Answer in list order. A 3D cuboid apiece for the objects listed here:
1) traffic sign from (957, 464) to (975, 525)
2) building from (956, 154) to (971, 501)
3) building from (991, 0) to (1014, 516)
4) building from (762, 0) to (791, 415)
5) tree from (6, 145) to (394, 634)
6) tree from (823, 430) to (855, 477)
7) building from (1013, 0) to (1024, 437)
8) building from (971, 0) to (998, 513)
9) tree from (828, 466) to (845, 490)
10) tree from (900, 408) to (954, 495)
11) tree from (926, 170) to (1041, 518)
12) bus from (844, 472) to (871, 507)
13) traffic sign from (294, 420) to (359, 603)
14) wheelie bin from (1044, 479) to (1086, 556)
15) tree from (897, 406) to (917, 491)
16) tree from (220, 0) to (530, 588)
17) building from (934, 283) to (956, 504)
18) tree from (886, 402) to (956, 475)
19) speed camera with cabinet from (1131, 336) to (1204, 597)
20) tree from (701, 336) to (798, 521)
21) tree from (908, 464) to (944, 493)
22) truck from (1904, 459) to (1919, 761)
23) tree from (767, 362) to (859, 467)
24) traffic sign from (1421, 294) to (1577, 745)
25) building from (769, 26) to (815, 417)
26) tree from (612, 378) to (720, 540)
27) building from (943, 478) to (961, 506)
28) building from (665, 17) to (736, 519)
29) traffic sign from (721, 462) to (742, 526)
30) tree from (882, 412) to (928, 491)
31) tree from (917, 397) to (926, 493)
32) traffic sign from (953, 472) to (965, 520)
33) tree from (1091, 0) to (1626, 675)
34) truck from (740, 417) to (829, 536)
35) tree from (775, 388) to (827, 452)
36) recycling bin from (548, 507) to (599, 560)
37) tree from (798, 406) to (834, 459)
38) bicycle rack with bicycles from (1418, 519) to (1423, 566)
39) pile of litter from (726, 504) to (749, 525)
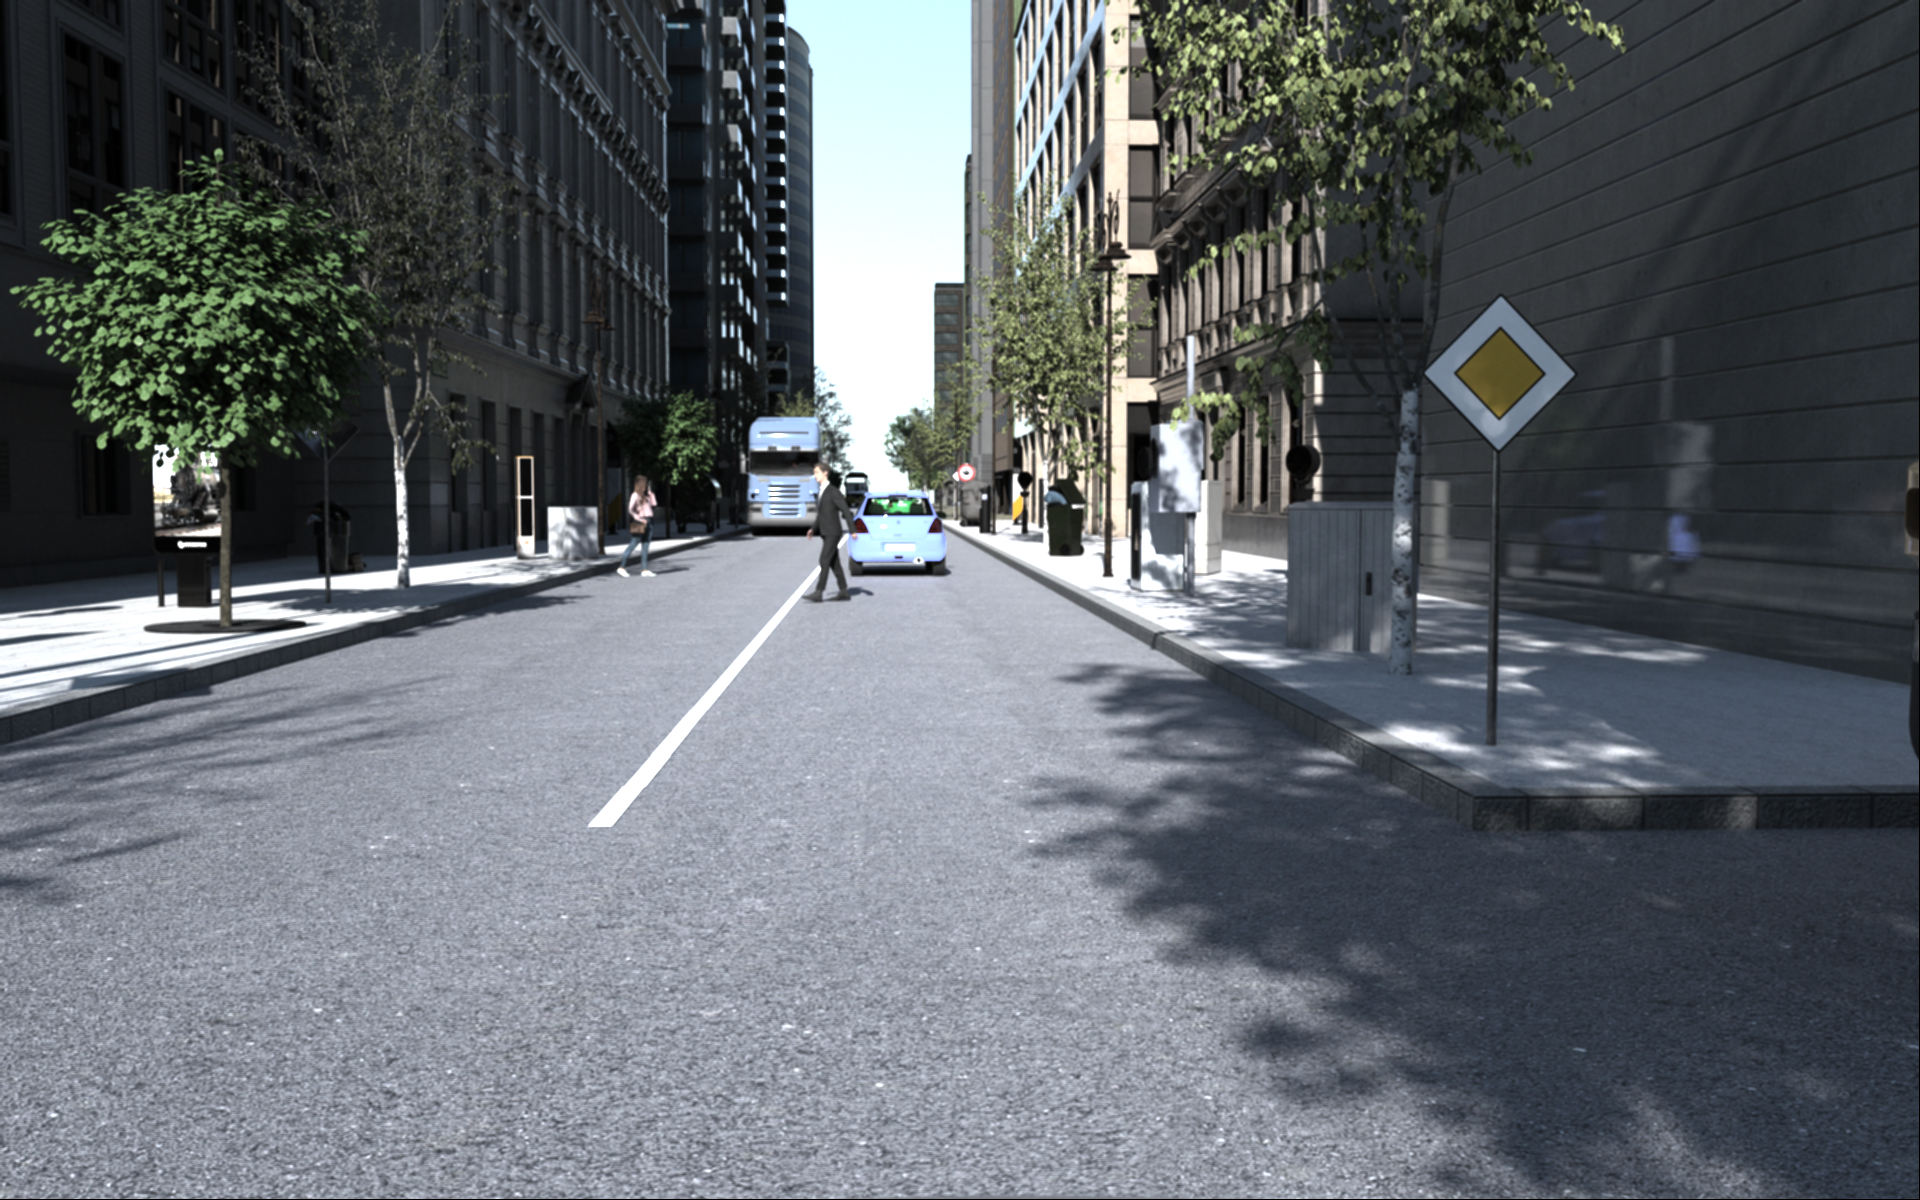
[{"bbox_3d":[0.267,-4.426,72.469,0.768,2.556,0.104,0,4,4],"label":"traffic sign"},{"bbox_3d":[7.259,-23.154,150.262,14.160,30.474,14.107,0,4,-3],"label":"building"},{"bbox_3d":[9.374,-27.979,107.574,14.600,45.320,14.200,0,4,-3],"label":"building"},{"bbox_3d":[-28.118,-53.262,183.512,22.319,86.520,31.000,0,4,-3],"label":"building"},{"bbox_3d":[-7.086,-1.999,16.402,4.285,4.588,4.351,0,3,0],"label":"tree"},{"bbox_3d":[-17.840,-18.567,237.976,7.601,10.594,8.767,-3,5,-44],"label":"tree"},{"bbox_3d":[9.766,-25.076,93.586,14.154,41.232,14.086,0,4,-3],"label":"building"},{"bbox_3d":[11.293,-35.868,128.443,21.231,58.520,28.212,0,4,-3],"label":"building"},{"bbox_3d":[-15.215,-13.507,204.547,4.285,4.588,4.351,0,3,0],"label":"tree"},{"bbox_3d":[-2.777,-11.971,146.085,4.360,8.622,3.978,0,3,0],"label":"tree"},{"bbox_3d":[2.103,-5.439,39.294,4.737,8.622,4.395,0,3,0],"label":"tree"},{"bbox_3d":[-11.530,-12.312,192.855,2.896,3.916,12.252,0,4,-4],"label":"bus"},{"bbox_3d":[-7.429,-1.170,20.307,0.795,2.450,0.064,0,4,3],"label":"traffic sign"},{"bbox_3d":[2.153,-1.714,35.940,0.693,1.594,0.980,2,4,33],"label":"wheelie bin"},{"bbox_3d":[-0.431,-8.750,93.422,4.737,8.622,4.395,0,3,0],"label":"tree"},{"bbox_3d":[-7.654,-4.457,23.238,4.360,8.622,3.978,0,3,0],"label":"tree"},{"bbox_3d":[3.372,-28.441,236.713,14.160,30.474,14.107,0,4,-3],"label":"building"},{"bbox_3d":[-4.033,-14.786,176.165,7.601,10.594,8.767,-1,4,-20],"label":"tree"},{"bbox_3d":[2.655,-1.719,22.439,0.660,3.252,2.038,0,4,-4],"label":"speed camera with cabinet"},{"bbox_3d":[-9.978,-7.969,80.654,4.360,8.622,3.978,0,3,0],"label":"tree"},{"bbox_3d":[-3.285,-11.227,167.279,4.285,4.588,4.351,0,3,0],"label":"tree"},{"bbox_3d":[8.248,-0.986,5.031,11.283,4.237,2.839,0,4,-1],"label":"truck"},{"bbox_3d":[-14.038,-15.251,159.722,12.009,13.543,11.850,0,3,0],"label":"tree"},{"bbox_3d":[2.715,-0.315,8.795,0.795,2.450,0.064,0,4,-3],"label":"traffic sign"},{"bbox_3d":[-29.158,-41.138,214.607,21.231,58.520,28.212,0,4,-3],"label":"building"},{"bbox_3d":[-8.287,-4.006,49.219,4.285,4.588,4.351,0,3,0],"label":"tree"},{"bbox_3d":[14.181,-32.170,217.860,32.217,40.220,23.993,0,4,-3],"label":"building"},{"bbox_3d":[-29.019,-24.619,94.395,32.217,40.220,23.993,0,4,-3],"label":"building"},{"bbox_3d":[-9.307,-4.317,70.585,0.884,2.594,0.081,0,4,5],"label":"traffic sign"},{"bbox_3d":[-6.402,-18.025,220.461,9.928,11.665,9.643,0,3,0],"label":"tree"},{"bbox_3d":[2.173,-5.795,45.111,4.737,8.622,4.395,0,3,0],"label":"tree"},{"bbox_3d":[0.092,-4.387,72.916,0.795,2.450,0.064,0,4,1],"label":"traffic sign"},{"bbox_3d":[3.085,-3.790,12.336,4.737,8.622,4.395,0,3,0],"label":"tree"},{"bbox_3d":[-6.317,-4.689,66.423,2.967,4.110,18.799,0,4,-3],"label":"truck"},{"bbox_3d":[-11.668,-10.417,120.672,4.737,8.622,4.395,0,3,0],"label":"tree"},{"bbox_3d":[-7.601,-1.314,34.031,0.722,1.027,0.722,3,5,41],"label":"recycling bin"},{"bbox_3d":[-12.835,-11.933,145.472,4.360,8.622,3.978,0,3,0],"label":"tree"},{"bbox_3d":[8.433,-0.897,28.053,2.852,0.926,2.925,2,4,31],"label":"bicycle rack with bicycles"},{"bbox_3d":[-9.320,-3.628,73.279,1.176,0.858,1.719,0,4,-3],"label":"pile of litter"}]
